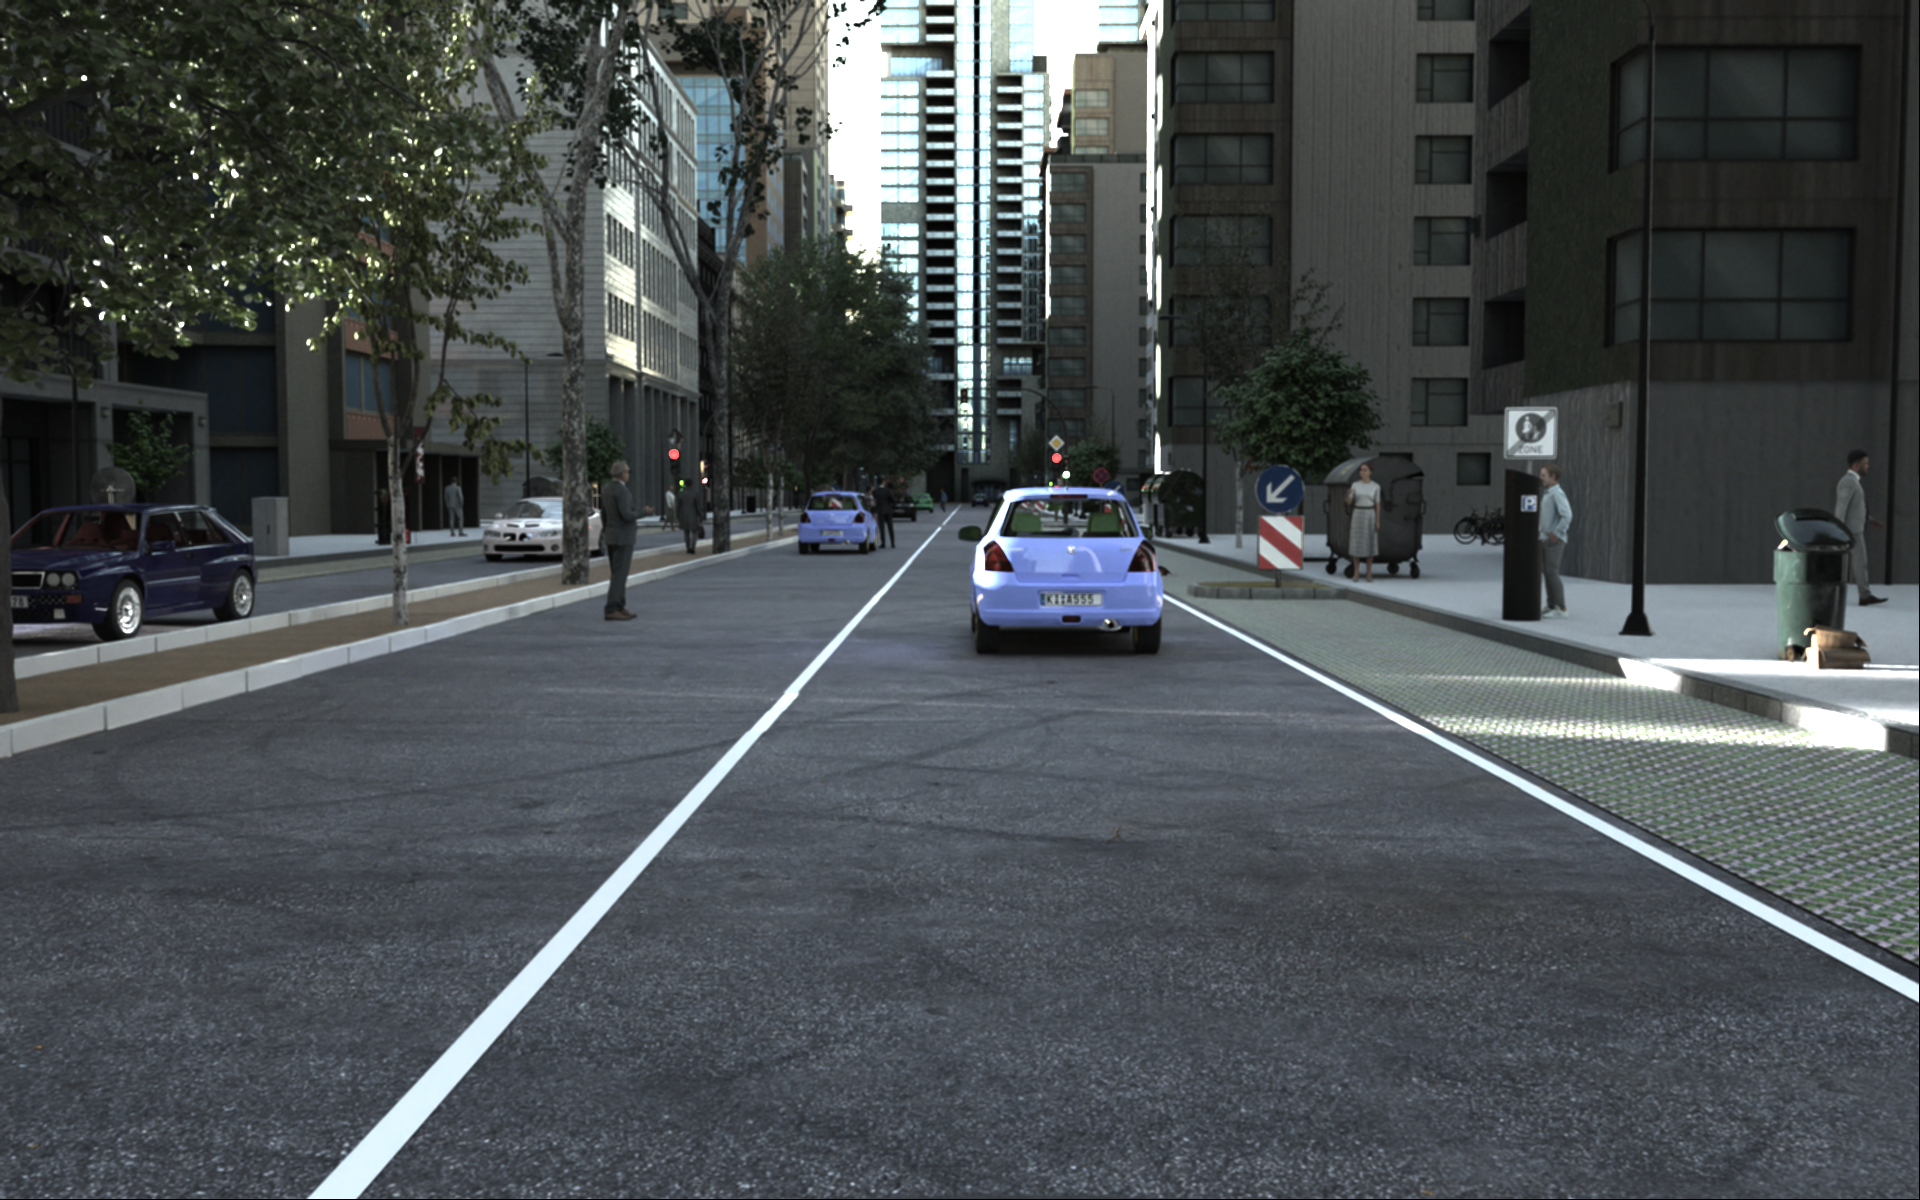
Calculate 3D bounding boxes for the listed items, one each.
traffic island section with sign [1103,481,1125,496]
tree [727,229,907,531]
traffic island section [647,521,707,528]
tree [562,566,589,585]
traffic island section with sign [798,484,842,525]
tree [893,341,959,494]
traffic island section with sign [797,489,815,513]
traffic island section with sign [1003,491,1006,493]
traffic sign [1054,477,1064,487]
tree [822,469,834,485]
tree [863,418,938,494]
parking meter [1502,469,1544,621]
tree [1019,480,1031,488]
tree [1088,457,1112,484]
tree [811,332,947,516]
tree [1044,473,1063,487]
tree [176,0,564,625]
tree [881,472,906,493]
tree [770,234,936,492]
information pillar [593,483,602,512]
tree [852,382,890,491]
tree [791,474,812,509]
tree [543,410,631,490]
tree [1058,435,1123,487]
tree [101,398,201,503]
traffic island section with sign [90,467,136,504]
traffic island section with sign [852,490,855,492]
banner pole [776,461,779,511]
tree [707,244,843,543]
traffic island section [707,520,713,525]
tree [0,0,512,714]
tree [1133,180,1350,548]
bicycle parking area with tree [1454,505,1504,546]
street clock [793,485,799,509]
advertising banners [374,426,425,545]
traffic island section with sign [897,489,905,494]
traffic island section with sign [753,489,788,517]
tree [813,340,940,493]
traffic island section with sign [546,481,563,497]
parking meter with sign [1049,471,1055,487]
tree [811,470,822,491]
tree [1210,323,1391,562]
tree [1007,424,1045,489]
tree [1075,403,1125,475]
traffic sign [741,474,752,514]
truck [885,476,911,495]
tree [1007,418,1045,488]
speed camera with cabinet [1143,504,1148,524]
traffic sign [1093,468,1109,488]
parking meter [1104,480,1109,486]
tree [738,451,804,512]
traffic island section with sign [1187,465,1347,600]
[{"bbox_3d":[4.407,-2.620,51.469,1.989,1.847,2.006,0,4,0],"label":"traffic island section with sign"},{"bbox_3d":[-5.852,-8.490,67.031,9.928,11.665,9.643,0,3,0],"label":"tree"},{"bbox_3d":[-12.203,-3.182,74.313,2.009,0.180,2.903,0,4,0],"label":"traffic island section"},{"bbox_3d":[-7.293,-10.357,27.682,12.611,20.169,13.585,0,3,0],"label":"tree"},{"bbox_3d":[-5.885,-4.059,74.508,2.006,1.907,1.989,0,4,0],"label":"traffic island section with sign"},{"bbox_3d":[-5.139,-13.664,136.238,12.009,13.543,11.850,0,3,0],"label":"tree"},{"bbox_3d":[-11.516,-7.659,133.853,1.989,1.847,2.006,0,4,0],"label":"traffic island section with sign"},{"bbox_3d":[5.387,-12.371,210.898,1.989,1.847,2.006,0,4,0],"label":"traffic island section with sign"},{"bbox_3d":[6.738,-7.243,118.428,0.884,2.594,0.081,0,4,1],"label":"traffic sign"},{"bbox_3d":[-13.890,-11.472,171.282,4.285,4.588,4.351,0,3,0],"label":"tree"},{"bbox_3d":[-5.600,-13.793,146.099,7.486,12.596,7.792,0,3,0],"label":"tree"},{"bbox_3d":[5.728,-0.563,17.620,0.372,1.533,0.369,0,3,0],"label":"parking meter"},{"bbox_3d":[7.903,-13.159,209.748,1.663,3.219,1.824,0,3,0],"label":"tree"},{"bbox_3d":[7.479,-5.821,89.773,1.663,3.219,1.824,0,3,0],"label":"tree"},{"bbox_3d":[-5.665,-11.703,110.809,9.611,12.733,9.660,0,3,0],"label":"tree"},{"bbox_3d":[7.540,-8.940,140.765,1.663,3.219,1.824,0,3,0],"label":"tree"},{"bbox_3d":[-6.054,-4.009,18.367,4.737,8.622,4.395,0,3,0],"label":"tree"},{"bbox_3d":[-5.565,-10.710,127.932,4.737,8.622,4.395,0,3,0],"label":"tree"},{"bbox_3d":[-5.616,-10.786,85.455,9.857,13.997,8.962,0,3,0],"label":"tree"},{"bbox_3d":[-17.204,-4.752,82.188,0.304,2.012,0.304,2,4,34],"label":"information pillar"},{"bbox_3d":[-5.468,-9.228,103.702,4.360,8.622,3.978,0,3,0],"label":"tree"},{"bbox_3d":[-14.082,-10.044,158.815,1.663,3.219,1.824,0,3,0],"label":"tree"},{"bbox_3d":[-14.701,-5.169,68.230,4.285,4.588,4.351,0,3,0],"label":"tree"},{"bbox_3d":[7.266,-7.226,101.856,4.285,4.588,4.351,0,3,0],"label":"tree"},{"bbox_3d":[-16.520,-2.469,34.973,1.663,3.219,1.824,0,3,0],"label":"tree"},{"bbox_3d":[-12.192,-0.965,24.405,1.989,1.847,2.006,0,4,0],"label":"traffic island section with sign"},{"bbox_3d":[-11.206,-10.729,184.053,1.989,1.847,2.006,0,4,0],"label":"traffic island section with sign"},{"bbox_3d":[-13.888,-8.721,132.603,0.401,3.779,0.863,0,4,4],"label":"banner pole"},{"bbox_3d":[-5.602,-5.986,50.689,4.360,8.622,3.978,0,3,0],"label":"tree"},{"bbox_3d":[-12.154,-3.671,82.298,2.009,0.180,2.903,0,4,0],"label":"traffic island section"},{"bbox_3d":[-6.491,-5.552,11.353,7.486,12.596,7.792,0,3,0],"label":"tree"},{"bbox_3d":[6.722,-5.533,40.822,4.360,8.622,3.978,0,3,0],"label":"tree"},{"bbox_3d":[16.875,-3.577,45.493,9.016,4.147,8.231,2,4,32],"label":"bicycle parking area with tree"},{"bbox_3d":[-13.793,-8.653,146.045,0.358,2.002,0.471,3,5,45],"label":"street clock"},{"bbox_3d":[-14.266,-2.942,44.292,0.090,3.025,2.074,1,4,20],"label":"advertising banners"},{"bbox_3d":[-5.380,-9.108,157.052,2.006,1.907,1.989,0,4,0],"label":"traffic island section with sign"},{"bbox_3d":[-11.685,-6.010,106.899,1.989,1.847,2.006,0,4,0],"label":"traffic island section with sign"},{"bbox_3d":[-5.648,-9.746,96.214,8.767,10.594,7.601,0,4,0],"label":"tree"},{"bbox_3d":[-12.009,-2.614,51.359,1.989,1.847,2.006,0,4,0],"label":"traffic island section with sign"},{"bbox_3d":[6.928,-8.207,130.437,0.543,3.016,1.738,1,4,11],"label":"parking meter with sign"},{"bbox_3d":[-14.160,-9.395,137.328,4.285,4.588,4.351,0,3,0],"label":"tree"},{"bbox_3d":[6.651,-3.036,33.351,4.285,4.588,4.351,0,3,0],"label":"tree"},{"bbox_3d":[7.172,-13.882,177.339,4.737,8.622,4.395,0,3,0],"label":"tree"},{"bbox_3d":[11.254,-11.549,139.187,4.360,8.622,3.978,0,3,0],"label":"tree"},{"bbox_3d":[-13.654,-6.760,110.633,0.768,2.556,0.104,0,4,4],"label":"traffic sign"},{"bbox_3d":[-7.571,-13.695,212.824,2.839,4.237,11.283,0,4,1],"label":"truck"},{"bbox_3d":[6.985,-13.111,164.723,4.360,8.622,3.978,0,3,0],"label":"tree"},{"bbox_3d":[8.918,-4.898,74.420,2.038,3.252,0.660,0,4,-5],"label":"speed camera with cabinet"},{"bbox_3d":[6.810,-5.107,83.604,0.768,2.556,0.104,0,4,8],"label":"traffic sign"},{"bbox_3d":[6.298,-4.126,73.178,0.399,1.863,0.255,0,4,7],"label":"parking meter"},{"bbox_3d":[-14.189,-8.602,124.350,4.285,4.588,4.351,0,3,0],"label":"tree"},{"bbox_3d":[4.245,-0.959,24.314,1.989,1.847,2.006,0,4,0],"label":"traffic island section with sign"}]
